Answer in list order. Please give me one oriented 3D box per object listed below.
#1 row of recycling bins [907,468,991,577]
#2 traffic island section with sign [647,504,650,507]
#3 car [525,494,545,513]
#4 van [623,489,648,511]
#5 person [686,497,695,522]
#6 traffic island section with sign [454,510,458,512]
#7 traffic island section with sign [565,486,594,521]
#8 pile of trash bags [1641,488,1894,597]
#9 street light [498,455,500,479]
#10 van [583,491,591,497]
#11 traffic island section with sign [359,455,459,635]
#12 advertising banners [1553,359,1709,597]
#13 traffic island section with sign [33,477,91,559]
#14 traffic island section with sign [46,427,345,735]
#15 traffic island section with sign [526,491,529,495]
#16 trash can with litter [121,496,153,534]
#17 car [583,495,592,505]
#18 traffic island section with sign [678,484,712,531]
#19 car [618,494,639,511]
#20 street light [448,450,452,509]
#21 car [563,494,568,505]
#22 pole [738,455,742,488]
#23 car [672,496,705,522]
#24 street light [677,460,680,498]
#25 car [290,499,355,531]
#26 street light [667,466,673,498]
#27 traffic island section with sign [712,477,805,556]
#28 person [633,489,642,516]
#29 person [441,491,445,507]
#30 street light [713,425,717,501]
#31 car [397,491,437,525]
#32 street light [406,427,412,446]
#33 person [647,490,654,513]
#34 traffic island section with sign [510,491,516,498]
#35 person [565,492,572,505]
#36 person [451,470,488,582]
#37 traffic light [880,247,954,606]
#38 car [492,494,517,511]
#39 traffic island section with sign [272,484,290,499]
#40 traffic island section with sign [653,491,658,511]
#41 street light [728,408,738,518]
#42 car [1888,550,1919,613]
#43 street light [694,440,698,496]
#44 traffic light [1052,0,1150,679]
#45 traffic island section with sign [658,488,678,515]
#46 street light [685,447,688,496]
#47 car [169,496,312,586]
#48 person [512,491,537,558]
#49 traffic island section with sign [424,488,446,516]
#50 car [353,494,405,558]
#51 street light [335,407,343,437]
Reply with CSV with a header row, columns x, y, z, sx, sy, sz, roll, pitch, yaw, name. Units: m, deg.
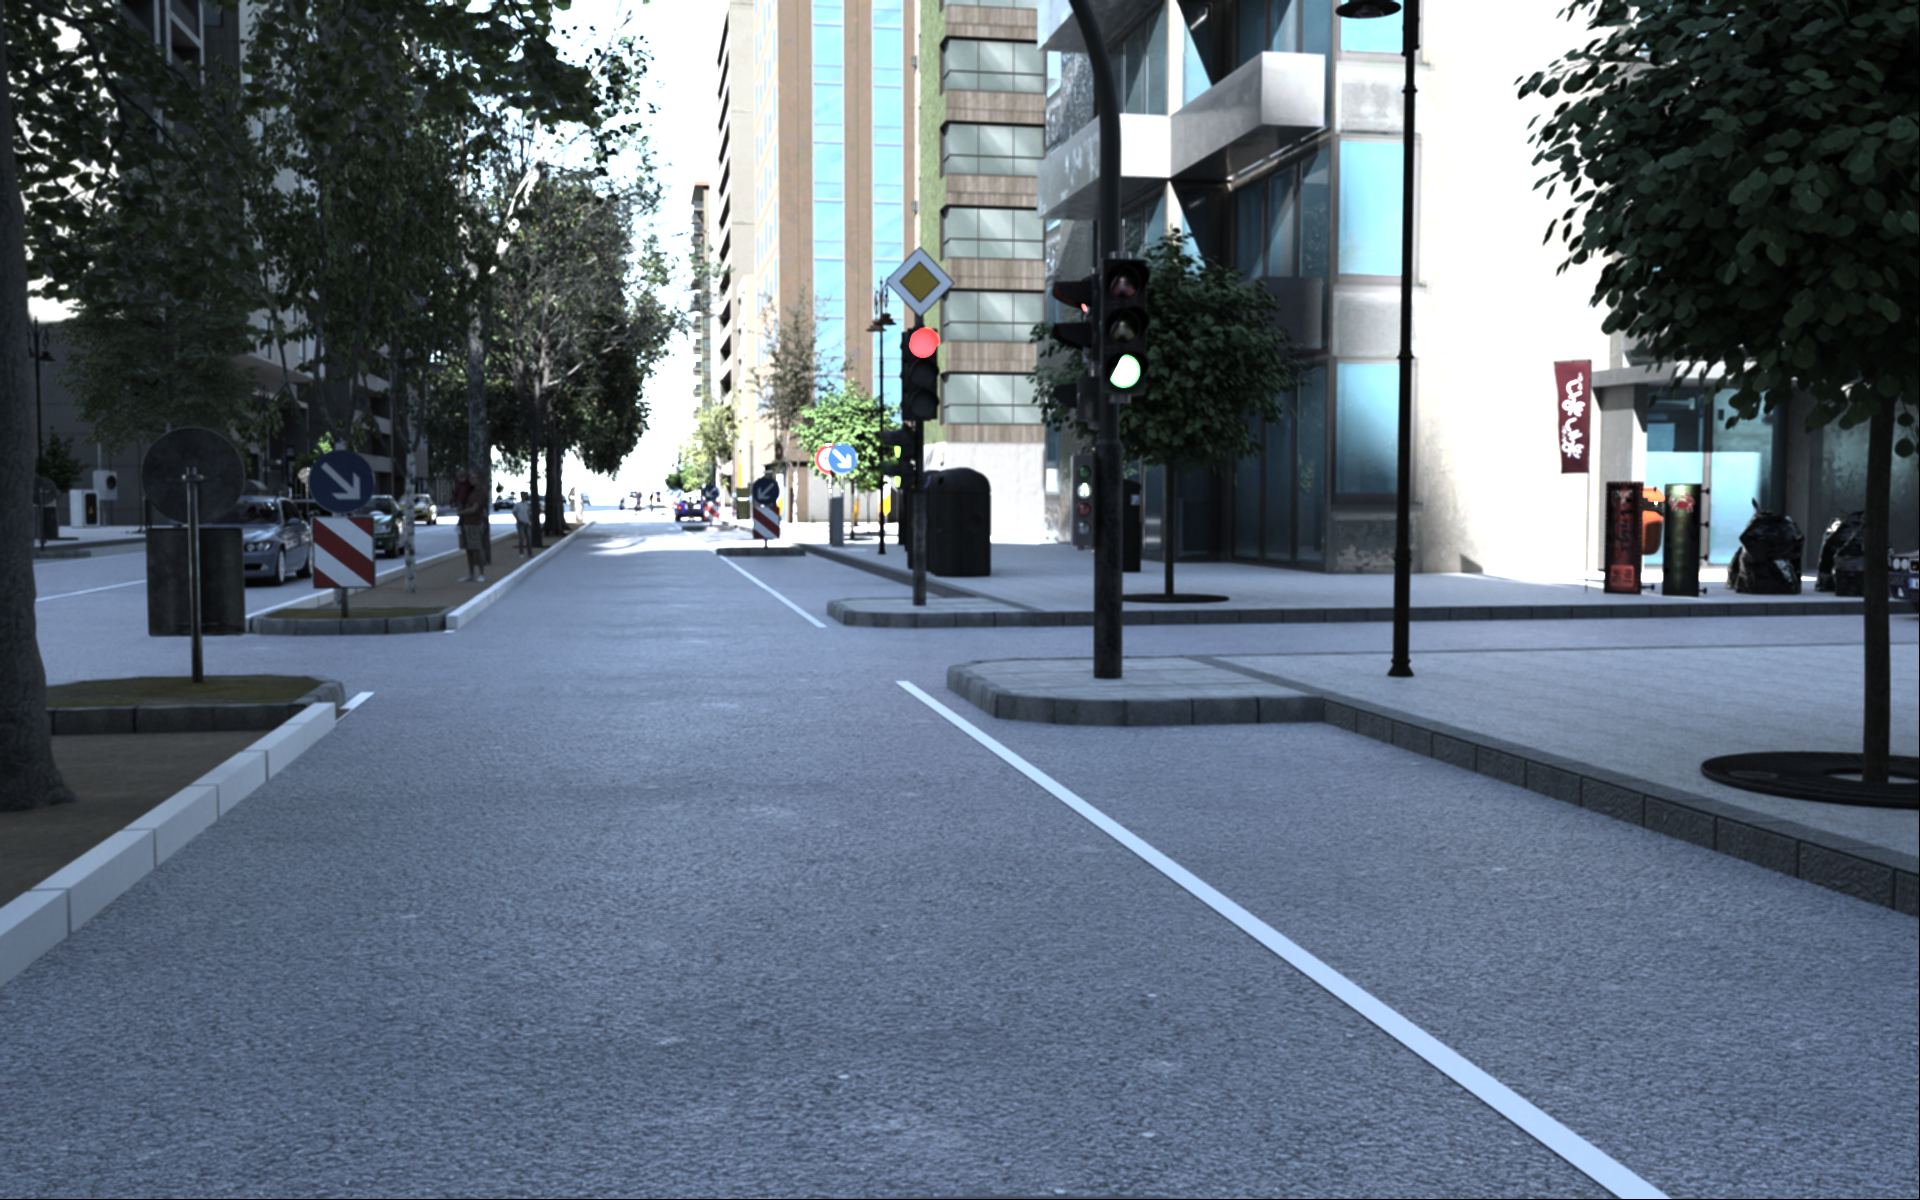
x,y,z,sx,sy,sz,roll,pitch,yaw,name
-0.170,-1.302,28.406,1.069,1.692,3.534,-1,4,-10,row of recycling bins
-34.675,-11.613,198.507,1.989,1.847,2.006,-1,4,-11,traffic island section with sign
-29.879,-6.864,122.010,2.009,1.686,4.222,-1,4,-13,car
-27.437,-8.527,146.433,2.013,2.044,4.112,-1,4,-11,van
-13.763,-4.623,88.366,0.640,1.303,0.475,2,4,35,person
-40.203,-8.122,141.429,1.989,1.847,2.006,-1,4,-11,traffic island section with sign
-20.509,-5.149,92.323,2.006,1.907,1.989,-1,4,-11,traffic island section with sign
10.516,-0.805,22.921,3.447,1.369,1.912,2,4,33,pile of trash bags
-53.910,-14.047,202.455,0.468,5.910,1.993,-1,4,-11,street light
-52.326,-14.313,241.025,2.013,2.044,4.112,-1,4,-9,van
-6.482,-0.634,18.500,2.006,1.907,1.989,-1,4,-11,traffic island section with sign
8.542,-1.589,22.172,0.090,3.025,2.074,-3,5,-43,advertising banners
-20.720,-1.847,38.832,1.989,1.847,2.006,-1,4,-11,traffic island section with sign
-5.110,-0.189,11.221,2.006,1.907,1.989,-1,4,-11,traffic island section with sign
-55.662,-13.101,222.833,1.989,1.847,2.006,-1,4,-11,traffic island section with sign
-26.771,-2.789,56.657,1.678,1.210,2.233,-1,4,-12,trash can with litter
-49.518,-13.184,227.927,2.083,1.381,4.827,-1,4,-10,car
-9.945,-3.644,68.207,1.989,1.847,2.006,-1,4,-11,traffic island section with sign
-28.908,-8.539,151.621,2.014,1.417,4.499,-1,4,-10,car
-43.609,-10.739,148.370,0.468,5.910,1.993,-1,4,-11,street light
-54.553,-13.875,236.638,2.009,1.686,4.222,-1,4,-12,car
-11.459,-5.903,90.354,0.158,3.312,0.155,0,3,0,pole
-14.243,-4.842,91.740,1.945,1.354,3.894,-1,4,-12,car
-31.449,-13.518,193.799,0.468,5.910,1.993,-1,4,-11,street light
-13.236,-1.370,34.985,1.945,1.354,3.894,-1,4,-9,car
-42.112,-16.953,249.966,0.468,5.910,1.993,-1,4,-11,street light
-4.736,-1.970,40.830,1.989,1.847,2.006,-1,4,-11,traffic island section with sign
-21.461,-6.485,114.974,0.568,1.767,0.683,1,4,22,person
-50.947,-9.869,170.781,0.530,1.710,0.541,-1,4,-11,person
-15.889,-8.527,112.208,0.468,5.910,1.993,-1,4,-11,street light
-25.217,-4.274,80.108,2.015,1.641,3.980,-1,4,-12,car
-38.230,-9.008,120.071,0.468,5.910,1.993,-1,4,-11,street light
-23.953,-7.628,134.046,0.721,1.723,1.217,-2,4,-27,person
-50.535,-11.451,195.856,1.989,1.847,2.006,-1,4,-11,traffic island section with sign
-50.728,-13.160,224.495,0.721,1.723,1.217,2,4,31,person
-7.974,-1.206,28.200,0.580,1.828,0.573,-1,4,-10,person
-0.486,-1.893,19.865,0.839,4.253,0.868,-1,4,-11,traffic light
-38.057,-8.265,144.918,2.009,1.686,4.222,-1,4,-12,car
-25.865,-3.505,65.931,1.989,1.847,2.006,-1,4,-11,traffic island section with sign
-24.446,-8.316,144.586,1.989,1.847,2.006,-1,4,-11,traffic island section with sign
-12.183,-7.354,93.019,0.468,5.910,1.993,-1,4,-11,street light
12.680,-0.431,19.626,3.894,1.354,1.945,-1,4,-10,car
-21.340,-10.267,140.645,0.468,5.910,1.993,-1,4,-11,street light
-1.035,-2.252,11.491,4.771,5.953,1.251,-1,4,-11,traffic light
-19.372,-6.684,117.908,1.989,1.847,2.006,-1,4,-11,traffic island section with sign
-26.662,-11.997,168.945,0.468,5.910,1.993,-1,4,-11,street light
-11.733,-0.999,28.331,2.014,1.417,4.499,-1,4,-11,car
-9.741,-1.693,38.773,0.523,1.515,0.503,1,4,12,person
-35.120,-6.483,114.620,1.989,1.847,2.006,-1,4,-11,traffic island section with sign
-13.781,-1.721,39.942,2.131,1.459,4.920,-1,4,-12,car
-32.897,-7.284,91.887,0.468,5.910,1.993,-1,4,-11,street light
